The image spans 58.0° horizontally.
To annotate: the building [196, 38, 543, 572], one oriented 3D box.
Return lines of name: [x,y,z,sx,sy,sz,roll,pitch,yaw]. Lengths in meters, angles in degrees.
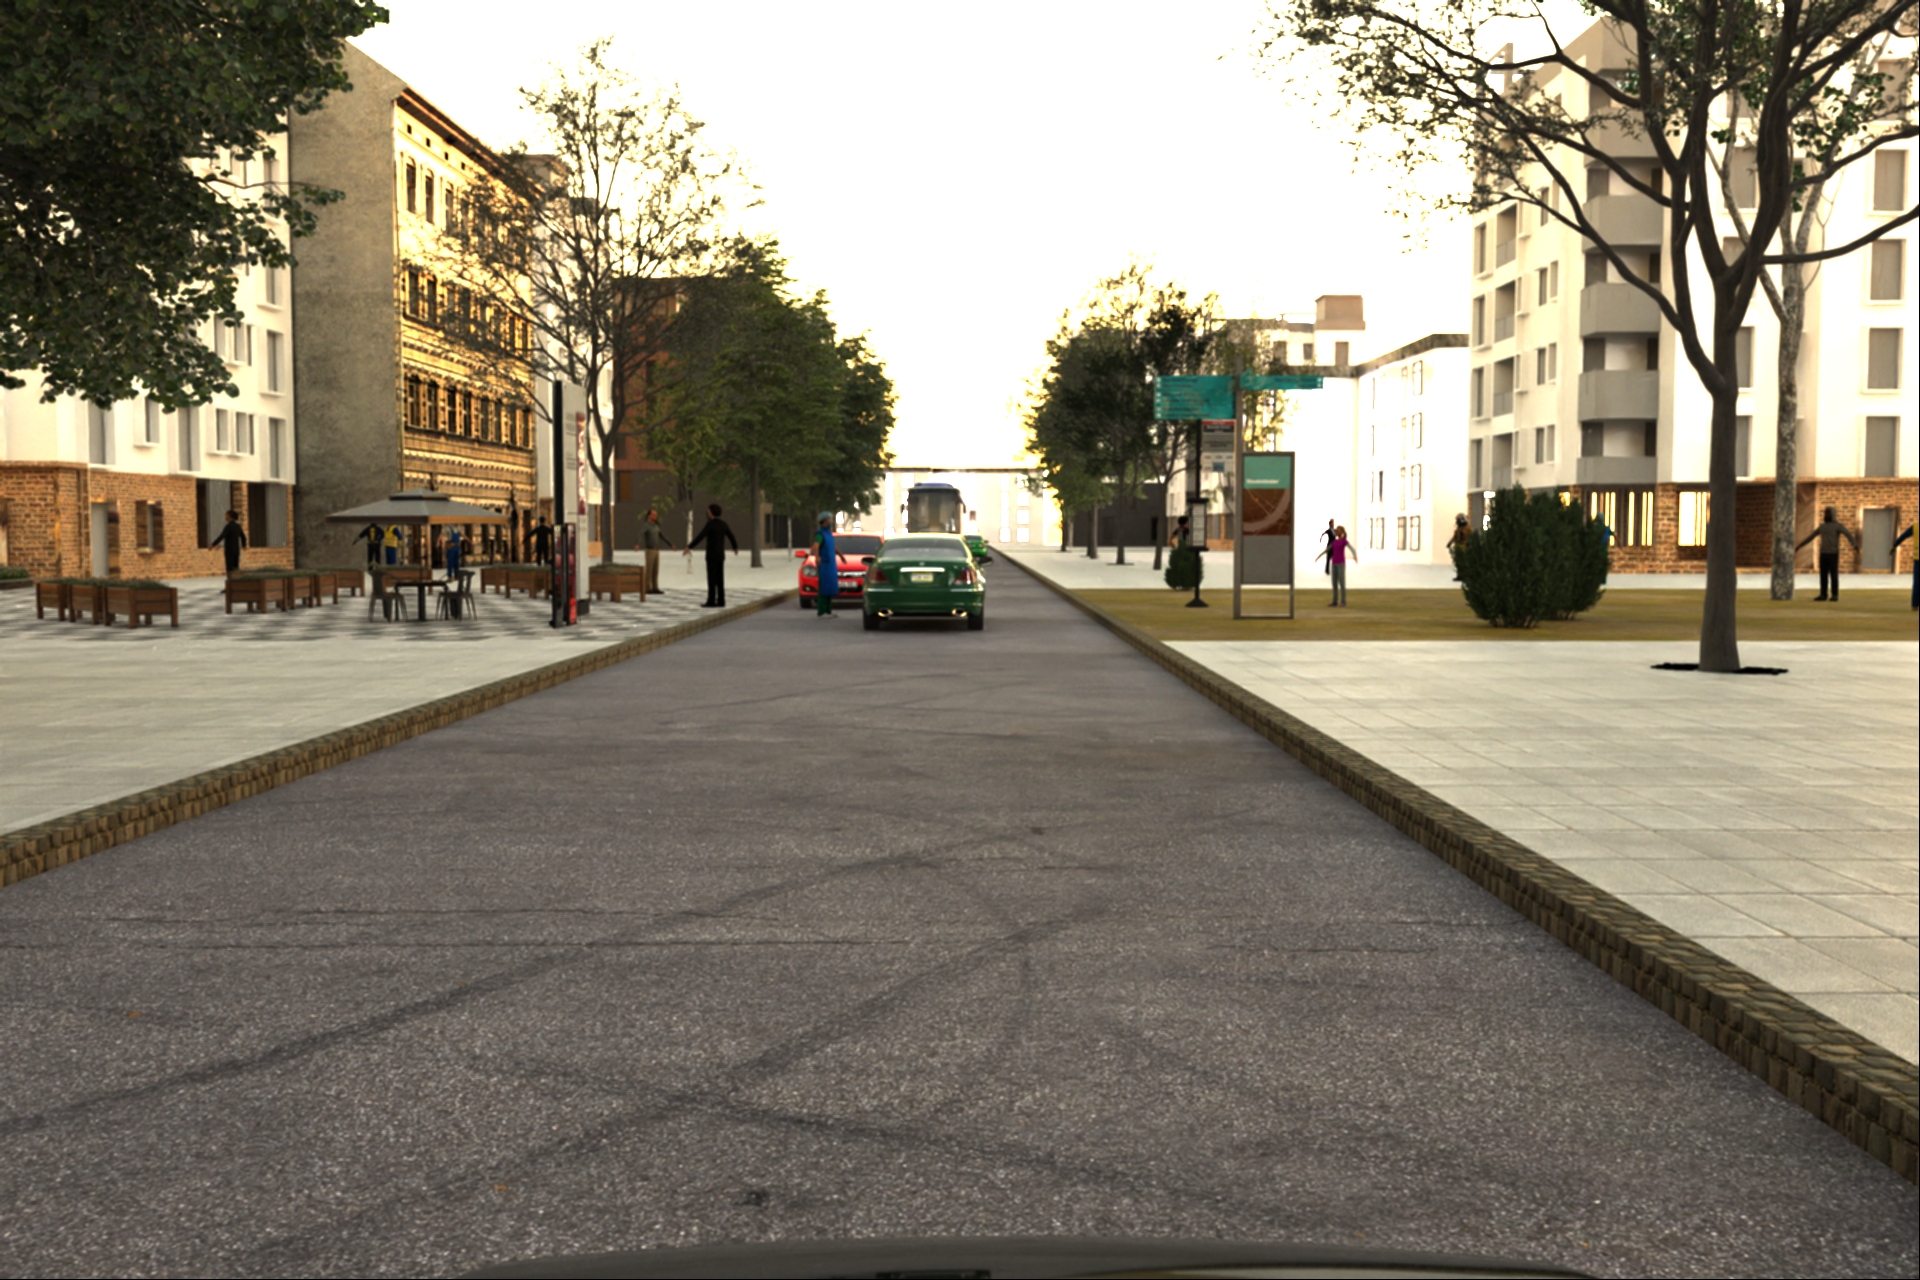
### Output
building: [-28.111,-14.466,67.443,19.493,23.208,18.063,0,4,1]

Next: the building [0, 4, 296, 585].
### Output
building: [-27.441,-11.528,44.910,16.016,20.090,11.380,0,4,1]

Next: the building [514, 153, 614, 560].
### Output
building: [-25.128,-14.136,87.541,16.016,20.090,11.380,0,4,0]

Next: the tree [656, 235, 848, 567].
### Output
tree: [-7.911,-9.041,65.948,7.486,12.596,7.792,0,3,0]

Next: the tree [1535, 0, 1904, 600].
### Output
tree: [14.749,-10.888,33.906,12.611,20.169,13.585,0,3,0]

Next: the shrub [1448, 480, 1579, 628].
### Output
shrub: [7.621,-1.188,23.840,1.690,2.028,1.600,0,3,0]

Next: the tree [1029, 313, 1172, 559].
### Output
tree: [7.119,-10.436,88.758,7.486,12.596,7.792,0,3,0]

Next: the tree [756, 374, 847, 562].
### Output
tree: [-8.072,-7.929,80.008,4.360,8.622,3.978,0,3,0]

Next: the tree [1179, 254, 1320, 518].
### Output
tree: [7.337,-5.859,46.165,4.360,8.622,3.978,0,3,0]

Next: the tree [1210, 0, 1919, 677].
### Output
tree: [6.986,-6.442,15.692,12.009,13.543,11.850,0,3,0]

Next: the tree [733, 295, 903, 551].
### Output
tree: [-7.691,-11.333,91.951,9.857,13.997,8.962,0,3,0]

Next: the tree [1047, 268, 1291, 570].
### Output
tree: [7.183,-7.773,61.503,8.767,10.594,7.601,-1,4,-21]

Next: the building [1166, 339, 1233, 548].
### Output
building: [24.948,-18.854,164.686,16.016,20.090,11.380,0,4,1]

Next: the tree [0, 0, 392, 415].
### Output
tree: [-8.967,-6.530,13.426,9.857,13.997,8.962,0,3,0]

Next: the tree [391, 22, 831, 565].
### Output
tree: [-8.838,-8.092,42.666,12.009,13.543,11.850,0,3,0]

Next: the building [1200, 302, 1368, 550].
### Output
building: [25.878,-17.867,148.545,16.016,20.090,11.380,0,4,1]

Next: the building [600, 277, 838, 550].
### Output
building: [-26.225,-18.977,154.253,27.936,21.610,32.646,0,4,1]

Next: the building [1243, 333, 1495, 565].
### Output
building: [20.485,-8.822,86.379,9.099,9.664,28.070,0,3,0]

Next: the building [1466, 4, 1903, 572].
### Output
building: [25.581,-12.950,68.152,16.016,20.090,11.380,0,4,0]

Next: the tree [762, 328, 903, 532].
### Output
tree: [-8.277,-12.263,107.150,9.857,13.997,8.962,0,3,0]

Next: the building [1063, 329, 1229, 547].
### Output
building: [25.057,-21.116,189.216,27.936,21.610,32.646,0,4,0]

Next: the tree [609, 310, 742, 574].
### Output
tree: [-8.819,-6.431,55.513,4.737,8.622,4.395,0,3,0]

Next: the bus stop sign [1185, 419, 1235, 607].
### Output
bus stop sign: [4.403,-2.554,30.458,0.855,3.939,0.416,0,4,0]

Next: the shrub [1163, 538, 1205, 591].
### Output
shrub: [5.064,-1.715,39.159,1.383,1.207,1.383,0,3,0]

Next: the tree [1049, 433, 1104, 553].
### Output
tree: [7.656,-10.214,117.364,4.737,8.622,4.395,0,3,0]

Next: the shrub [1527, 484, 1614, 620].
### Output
shrub: [8.907,-1.319,25.993,1.690,2.028,1.600,0,3,0]

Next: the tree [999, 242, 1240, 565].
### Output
tree: [6.869,-9.903,72.289,12.009,13.543,11.850,0,3,0]

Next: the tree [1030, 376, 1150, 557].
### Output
tree: [7.540,-10.554,98.313,9.928,11.665,9.643,0,3,0]

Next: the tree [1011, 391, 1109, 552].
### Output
tree: [7.545,-12.167,124.684,9.928,11.665,9.643,0,3,0]

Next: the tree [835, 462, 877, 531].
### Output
tree: [-8.519,-10.606,123.762,4.360,8.622,3.978,0,3,0]
